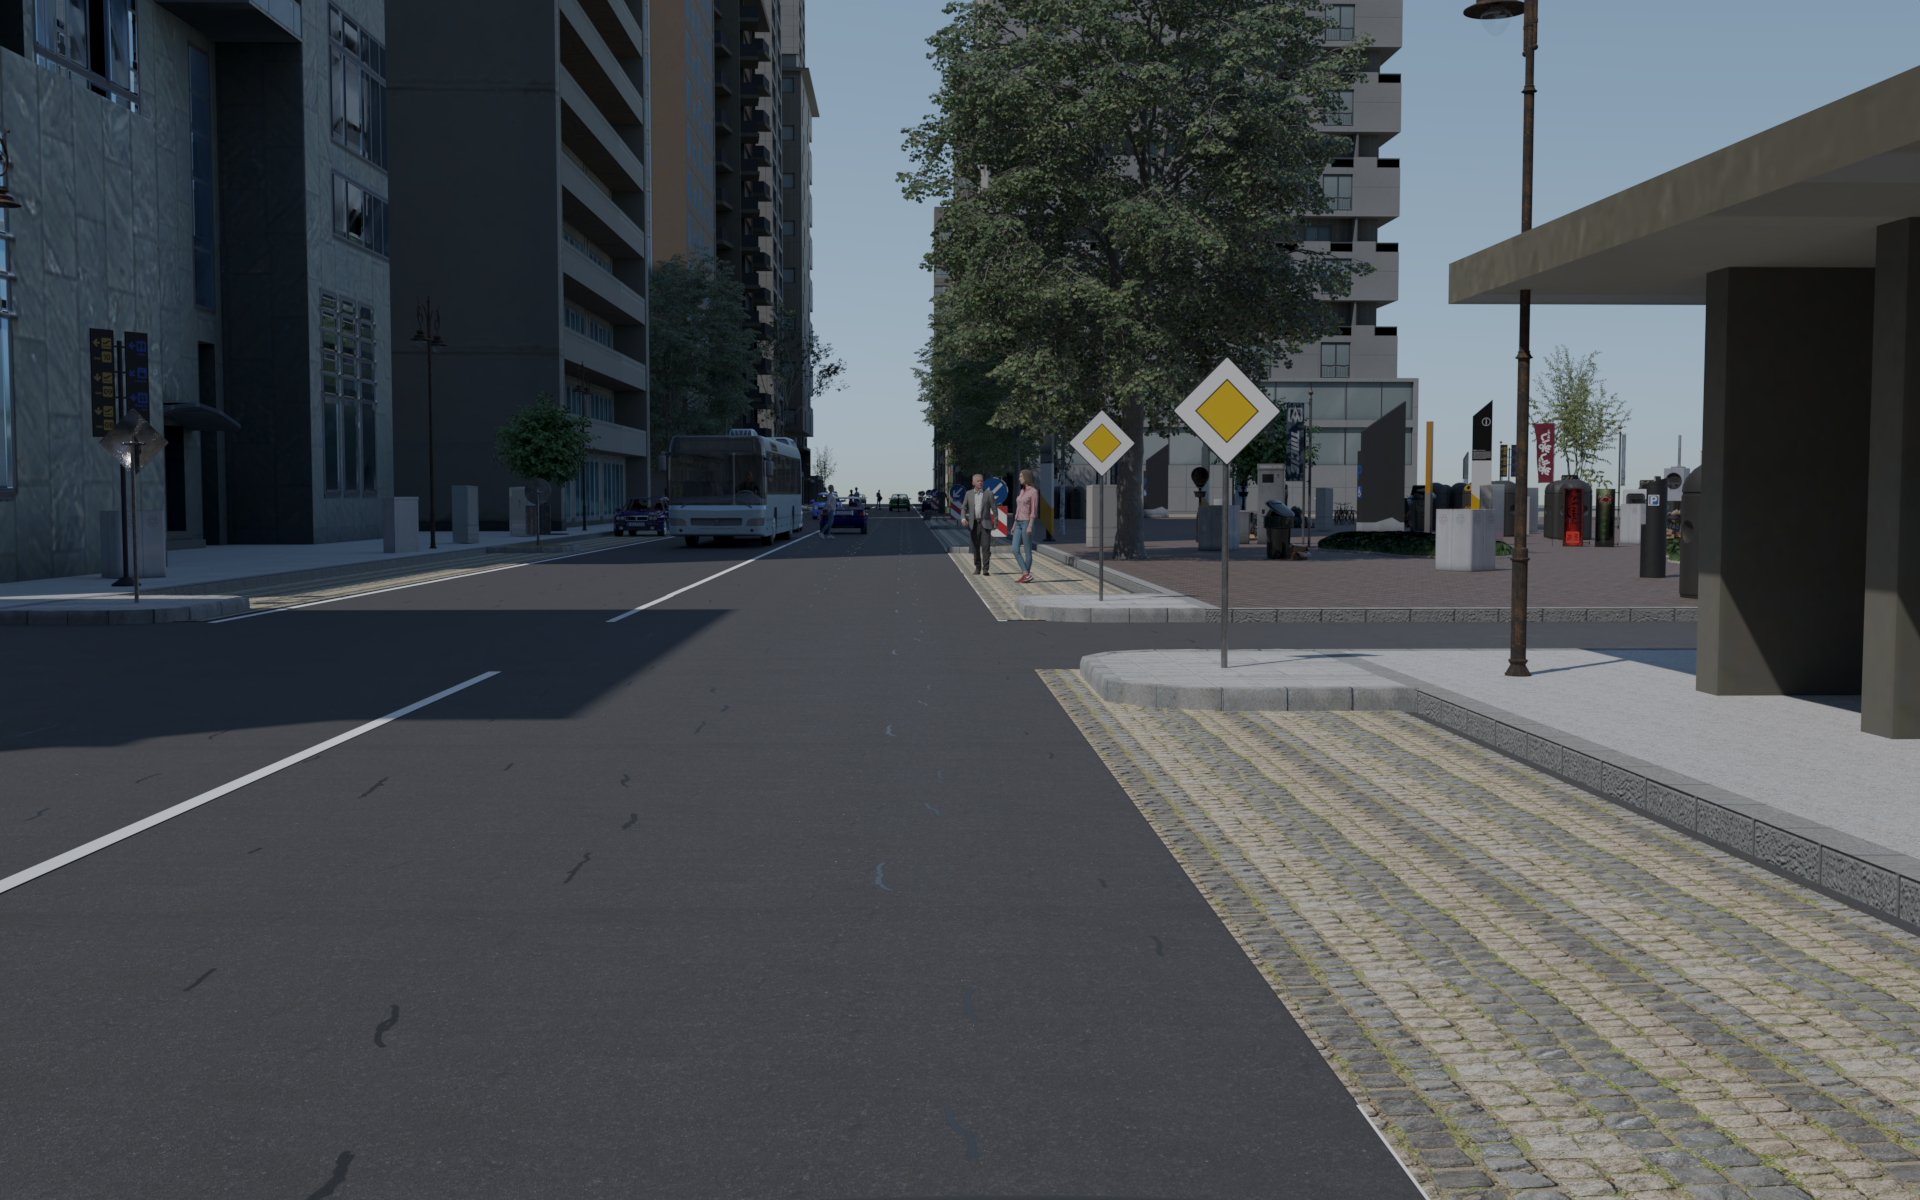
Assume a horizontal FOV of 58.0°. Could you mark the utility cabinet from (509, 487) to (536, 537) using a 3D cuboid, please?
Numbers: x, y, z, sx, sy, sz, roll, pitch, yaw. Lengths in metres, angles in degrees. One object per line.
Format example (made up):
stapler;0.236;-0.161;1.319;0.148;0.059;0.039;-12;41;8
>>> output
utility cabinet;-13.140;-2.649;51.985;0.318;1.500;1.173;-3;5;-40

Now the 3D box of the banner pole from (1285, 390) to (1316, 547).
banner pole;8.209;-3.160;41.688;0.863;3.779;0.401;-1;4;-13

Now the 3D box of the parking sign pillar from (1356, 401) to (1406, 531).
parking sign pillar;12.239;-3.784;50.342;1.447;3.967;1.447;0;4;-7

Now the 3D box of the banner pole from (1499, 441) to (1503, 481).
banner pole;25.589;-5.619;81.894;0.401;3.779;0.863;2;4;28

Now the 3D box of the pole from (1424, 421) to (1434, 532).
pole;13.159;-3.348;48.588;0.158;3.312;0.155;0;3;0

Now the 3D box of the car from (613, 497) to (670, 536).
car;-10.747;-2.862;59.382;1.945;1.354;3.894;0;3;0

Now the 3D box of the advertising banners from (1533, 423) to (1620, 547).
advertising banners;14.973;-2.811;42.152;2.074;3.025;0.090;2;4;35

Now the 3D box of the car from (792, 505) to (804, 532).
car;-7.022;-3.308;66.446;2.083;1.381;4.827;0;4;-3

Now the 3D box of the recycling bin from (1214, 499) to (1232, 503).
recycling bin;13.639;-4.731;89.907;0.722;1.027;0.722;2;4;33

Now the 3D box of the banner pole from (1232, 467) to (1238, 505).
banner pole;9.491;-4.225;59.102;0.401;3.779;0.863;-3;4;-37

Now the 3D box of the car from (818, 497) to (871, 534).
car;-4.237;-3.101;63.286;1.945;1.354;3.894;0;4;-3

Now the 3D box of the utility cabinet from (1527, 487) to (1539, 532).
utility cabinet;19.137;-3.038;58.354;0.318;1.500;1.173;3;4;36

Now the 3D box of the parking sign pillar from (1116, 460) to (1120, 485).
parking sign pillar;7.910;-5.984;86.311;1.447;3.967;1.447;2;4;27

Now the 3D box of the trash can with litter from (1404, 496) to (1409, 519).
trash can with litter;22.016;-4.639;86.899;1.678;1.210;2.233;-3;5;-42

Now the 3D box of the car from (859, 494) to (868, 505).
car;-13.376;-13.568;232.064;2.015;1.641;3.980;0;4;-3

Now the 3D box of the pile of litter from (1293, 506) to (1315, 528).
pile of litter;12.658;-3.154;65.534;1.719;0.858;1.176;1;4;17

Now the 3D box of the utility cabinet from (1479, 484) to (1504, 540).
utility cabinet;12.081;-1.879;39.405;0.318;1.500;1.173;2;4;30

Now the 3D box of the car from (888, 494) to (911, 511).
car;-5.088;-8.409;146.284;1.959;1.807;4.718;0;4;-1

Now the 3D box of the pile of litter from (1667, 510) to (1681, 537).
pile of litter;19.716;-2.106;48.395;1.176;0.858;1.719;1;4;9

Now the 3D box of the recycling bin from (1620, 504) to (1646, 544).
recycling bin;17.468;-1.952;44.462;0.722;1.027;0.722;-1;4;-20

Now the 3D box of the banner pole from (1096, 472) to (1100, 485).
banner pole;7.844;-6.449;95.452;0.863;3.779;0.401;-1;4;-22

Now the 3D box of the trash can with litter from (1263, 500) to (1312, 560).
trash can with litter;6.489;-1.392;34.139;0.624;1.170;1.055;-3;4;-37

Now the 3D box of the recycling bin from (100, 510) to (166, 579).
recycling bin;-12.704;-0.859;26.601;0.722;1.027;0.722;3;5;43

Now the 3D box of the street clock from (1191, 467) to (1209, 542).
street clock;6.359;-2.528;45.896;0.471;2.002;0.358;1;4;12

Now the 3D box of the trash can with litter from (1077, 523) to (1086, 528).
trash can with litter;5.199;-3.248;64.166;1.678;1.210;2.233;-2;4;-26

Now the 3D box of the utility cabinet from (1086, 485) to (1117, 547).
utility cabinet;3.610;-2.012;41.582;1.173;1.500;0.318;-2;4;-26

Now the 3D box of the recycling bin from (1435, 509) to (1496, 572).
recycling bin;8.444;-1.001;28.916;0.722;1.027;0.722;-3;4;-37

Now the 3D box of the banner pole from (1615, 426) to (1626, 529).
banner pole;24.404;-4.518;63.886;0.401;3.779;0.863;3;5;40

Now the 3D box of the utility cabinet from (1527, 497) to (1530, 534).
utility cabinet;18.166;-2.737;55.916;0.306;1.237;1.020;0;4;8

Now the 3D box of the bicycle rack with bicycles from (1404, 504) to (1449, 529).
bicycle rack with bicycles;17.760;-3.086;63.834;2.852;0.926;2.925;-3;4;-36

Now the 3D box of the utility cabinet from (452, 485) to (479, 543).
utility cabinet;-12.858;-2.224;45.048;0.318;1.500;1.173;-2;4;-35

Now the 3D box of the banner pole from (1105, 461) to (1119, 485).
banner pole;7.489;-5.730;83.704;0.401;3.779;0.863;-2;4;-29

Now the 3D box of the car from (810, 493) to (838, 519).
car;-7.583;-5.481;99.205;1.945;1.707;3.694;0;4;-3

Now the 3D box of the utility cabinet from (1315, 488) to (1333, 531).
utility cabinet;12.694;-3.158;60.314;0.318;1.500;1.173;0;4;-4

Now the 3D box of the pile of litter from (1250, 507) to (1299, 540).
pile of litter;8.256;-2.081;47.982;1.176;0.858;1.719;-3;5;-43

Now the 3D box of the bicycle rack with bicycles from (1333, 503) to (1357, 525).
bicycle rack with bicycles;16.533;-3.608;72.379;2.925;0.926;2.852;-3;5;-43

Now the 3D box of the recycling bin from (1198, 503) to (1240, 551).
recycling bin;5.900;-1.646;39.467;0.722;1.027;0.722;3;4;36

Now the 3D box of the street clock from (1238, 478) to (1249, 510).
street clock;8.976;-3.077;54.881;0.358;2.002;0.471;1;4;11

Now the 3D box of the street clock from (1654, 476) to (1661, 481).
street clock;27.907;-3.962;69.347;0.358;2.002;0.471;1;4;13

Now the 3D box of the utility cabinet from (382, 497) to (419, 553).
utility cabinet;-12.268;-1.641;37.990;0.306;1.237;1.020;1;4;13

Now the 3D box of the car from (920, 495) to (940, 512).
car;-2.152;-7.501;135.229;1.945;1.354;3.894;0;4;-1

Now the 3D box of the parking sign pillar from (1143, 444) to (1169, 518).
parking sign pillar;10.521;-6.395;93.024;1.447;3.967;1.447;-1;4;-21
